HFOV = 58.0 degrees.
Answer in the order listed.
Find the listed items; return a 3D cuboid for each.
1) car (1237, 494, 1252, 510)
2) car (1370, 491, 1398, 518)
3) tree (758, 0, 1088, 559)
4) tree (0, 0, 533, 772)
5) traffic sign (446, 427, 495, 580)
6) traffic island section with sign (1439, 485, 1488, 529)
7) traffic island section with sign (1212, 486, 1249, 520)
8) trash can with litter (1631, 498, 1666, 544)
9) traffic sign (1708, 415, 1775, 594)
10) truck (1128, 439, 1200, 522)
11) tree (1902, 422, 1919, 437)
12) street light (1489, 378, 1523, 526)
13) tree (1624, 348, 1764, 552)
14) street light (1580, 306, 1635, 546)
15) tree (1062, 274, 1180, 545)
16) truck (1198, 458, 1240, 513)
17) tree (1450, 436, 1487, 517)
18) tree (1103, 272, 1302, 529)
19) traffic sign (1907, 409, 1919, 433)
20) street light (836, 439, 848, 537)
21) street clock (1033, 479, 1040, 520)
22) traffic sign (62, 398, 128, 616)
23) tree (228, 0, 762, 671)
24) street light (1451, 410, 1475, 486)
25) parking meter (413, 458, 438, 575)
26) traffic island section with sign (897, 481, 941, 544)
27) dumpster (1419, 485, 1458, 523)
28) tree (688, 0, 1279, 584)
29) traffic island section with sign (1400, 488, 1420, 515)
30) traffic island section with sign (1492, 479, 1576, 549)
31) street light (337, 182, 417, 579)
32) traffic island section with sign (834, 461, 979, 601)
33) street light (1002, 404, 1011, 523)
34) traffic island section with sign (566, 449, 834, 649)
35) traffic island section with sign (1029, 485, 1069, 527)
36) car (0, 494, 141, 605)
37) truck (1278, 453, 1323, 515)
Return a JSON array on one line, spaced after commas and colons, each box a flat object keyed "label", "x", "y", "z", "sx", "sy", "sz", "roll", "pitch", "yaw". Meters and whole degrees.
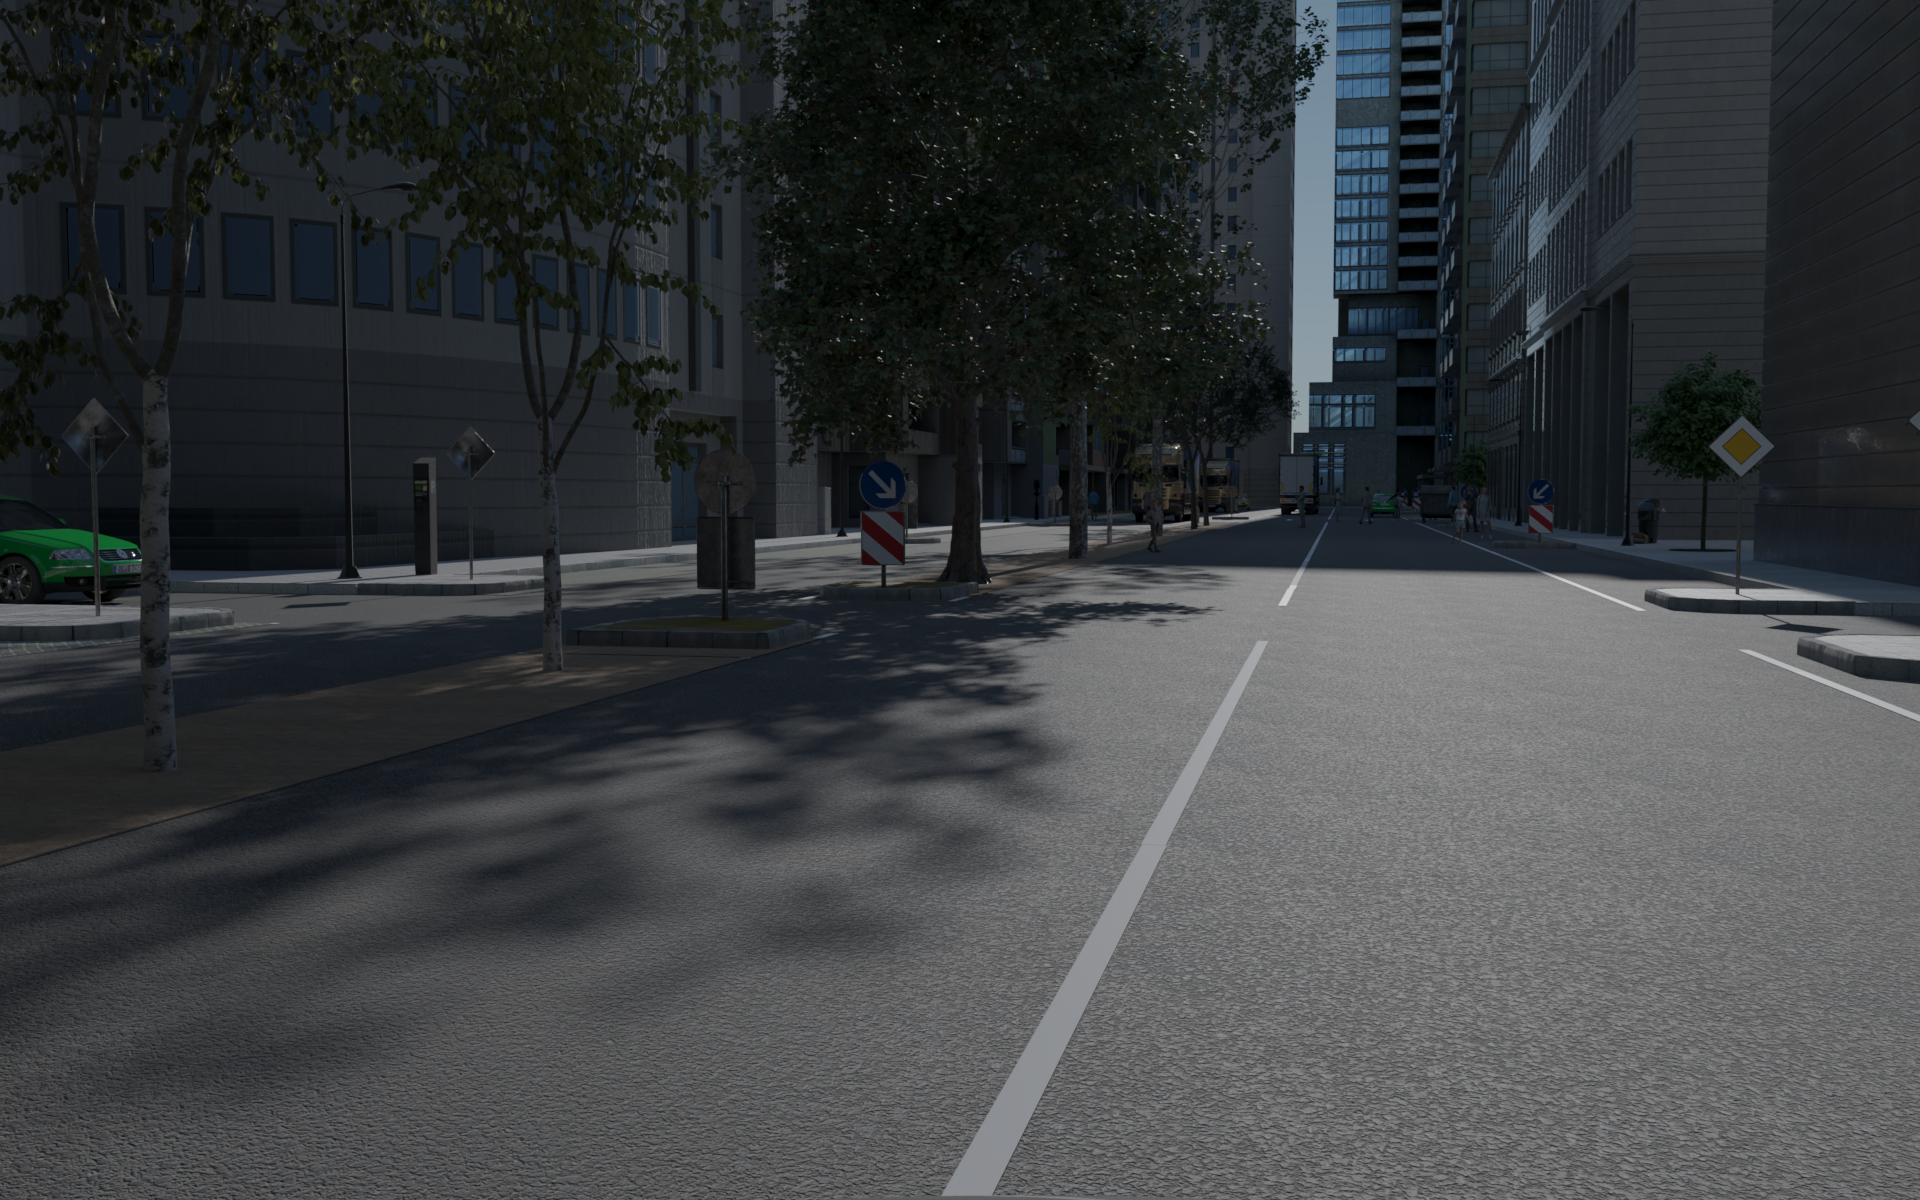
[{"label": "car", "x": 25.045, "y": -8.843, "z": 154.813, "sx": 2.015, "sy": 1.641, "sz": 3.980, "roll": 1, "pitch": 4, "yaw": 10}, {"label": "car", "x": 26.134, "y": -5.995, "z": 106.806, "sx": 1.959, "sy": 1.807, "sz": 4.718, "roll": 1, "pitch": 4, "yaw": 12}, {"label": "tree", "x": 1.609, "y": -11.034, "z": 38.747, "sx": 12.611, "sy": 20.169, "sz": 13.585, "roll": 0, "pitch": 3, "yaw": 0}, {"label": "tree", "x": -4.096, "y": -3.431, "z": 8.921, "sx": 4.360, "sy": 8.622, "sz": 3.978, "roll": 0, "pitch": 3, "yaw": 0}, {"label": "traffic sign", "x": -7.328, "y": -1.363, "z": 25.926, "sx": 0.795, "sy": 2.450, "sz": 0.064, "roll": 1, "pitch": 4, "yaw": 12}, {"label": "traffic island section with sign", "x": 21.105, "y": -3.908, "z": 72.521, "sx": 1.989, "sy": 1.847, "sz": 2.006, "roll": 1, "pitch": 4, "yaw": 12}, {"label": "traffic island section with sign", "x": 15.278, "y": -5.472, "z": 97.606, "sx": 2.006, "sy": 1.907, "sz": 1.989, "roll": 1, "pitch": 4, "yaw": 12}, {"label": "trash can with litter", "x": 17.763, "y": -2.041, "z": 44.762, "sx": 0.624, "sy": 1.170, "sz": 1.055, "roll": 3, "pitch": 5, "yaw": 39}, {"label": "traffic sign", "x": 9.947, "y": -1.129, "z": 22.106, "sx": 0.795, "sy": 2.450, "sz": 0.064, "roll": 1, "pitch": 4, "yaw": 12}, {"label": "truck", "x": 10.850, "y": -6.237, "z": 90.887, "sx": 2.839, "sy": 4.237, "sz": 11.283, "roll": 1, "pitch": 4, "yaw": 13}, {"label": "tree", "x": 12.137, "y": -1.564, "z": 20.176, "sx": 1.663, "sy": 3.219, "sz": 1.824, "roll": 0, "pitch": 3, "yaw": 0}, {"label": "street light", "x": 21.911, "y": -5.934, "z": 69.557, "sx": 1.470, "sy": 5.913, "sz": 1.316, "roll": 1, "pitch": 4, "yaw": 12}, {"label": "tree", "x": 16.801, "y": -3.374, "z": 38.884, "sx": 4.285, "sy": 4.588, "sz": 4.351, "roll": 0, "pitch": 3, "yaw": 0}, {"label": "street light", "x": 16.031, "y": -4.303, "z": 42.902, "sx": 1.470, "sy": 5.913, "sz": 1.316, "roll": 1, "pitch": 4, "yaw": 12}, {"label": "tree", "x": 4.181, "y": -5.826, "z": 48.082, "sx": 4.737, "sy": 8.622, "sz": 4.395, "roll": 0, "pitch": 3, "yaw": 0}, {"label": "truck", "x": 20.492, "y": -9.087, "z": 137.485, "sx": 2.839, "sy": 4.237, "sz": 11.283, "roll": 1, "pitch": 4, "yaw": 14}, {"label": "tree", "x": 29.639, "y": -7.036, "z": 98.751, "sx": 4.285, "sy": 4.588, "sz": 4.351, "roll": 0, "pitch": 3, "yaw": 0}, {"label": "tree", "x": 9.633, "y": -8.176, "z": 70.540, "sx": 8.767, "sy": 10.594, "sz": 7.601, "roll": 1, "pitch": 4, "yaw": 12}, {"label": "traffic sign", "x": 8.226, "y": -0.652, "z": 14.308, "sx": 0.795, "sy": 2.450, "sz": 0.064, "roll": 1, "pitch": 4, "yaw": 12}, {"label": "street light", "x": -3.021, "y": -4.846, "z": 51.779, "sx": 1.470, "sy": 5.913, "sz": 1.316, "roll": 1, "pitch": 4, "yaw": 12}, {"label": "street clock", "x": 3.798, "y": -4.971, "z": 85.849, "sx": 0.358, "sy": 2.002, "sz": 0.471, "roll": -1, "pitch": 4, "yaw": -10}, {"label": "traffic sign", "x": -9.049, "y": -0.886, "z": 18.128, "sx": 0.795, "sy": 2.450, "sz": 0.064, "roll": 1, "pitch": 4, "yaw": 12}, {"label": "tree", "x": -3.302, "y": -3.711, "z": 13.498, "sx": 4.737, "sy": 8.622, "sz": 4.395, "roll": 0, "pitch": 3, "yaw": 0}, {"label": "street light", "x": 27.646, "y": -7.498, "z": 95.127, "sx": 1.470, "sy": 5.913, "sz": 1.316, "roll": 1, "pitch": 4, "yaw": 12}, {"label": "parking meter", "x": -8.503, "y": -1.335, "z": 27.539, "sx": 0.255, "sy": 1.863, "sz": 0.399, "roll": 0, "pitch": 4, "yaw": 2}, {"label": "traffic island section with sign", "x": -1.626, "y": -2.555, "z": 50.403, "sx": 1.989, "sy": 1.847, "sz": 2.006, "roll": 1, "pitch": 4, "yaw": 12}, {"label": "dumpster", "x": 23.788, "y": -4.762, "z": 86.080, "sx": 1.865, "sy": 1.857, "sz": 1.264, "roll": 1, "pitch": 4, "yaw": 12}, {"label": "tree", "x": 0.123, "y": -6.610, "z": 27.546, "sx": 9.611, "sy": 12.733, "sz": 9.660, "roll": 0, "pitch": 3, "yaw": 0}, {"label": "traffic island section with sign", "x": 31.924, "y": -6.906, "z": 121.546, "sx": 1.989, "sy": 1.847, "sz": 2.006, "roll": 1, "pitch": 4, "yaw": 12}, {"label": "traffic island section with sign", "x": 15.290, "y": -2.298, "z": 46.198, "sx": 1.989, "sy": 1.847, "sz": 2.006, "roll": 1, "pitch": 4, "yaw": 12}, {"label": "street light", "x": -8.761, "y": -3.273, "z": 26.058, "sx": 1.470, "sy": 5.913, "sz": 1.316, "roll": 1, "pitch": 4, "yaw": 12}, {"label": "traffic island section with sign", "x": -0.913, "y": -0.984, "z": 24.226, "sx": 2.006, "sy": 1.907, "sz": 1.989, "roll": 1, "pitch": 4, "yaw": 12}, {"label": "street light", "x": 2.619, "y": -6.411, "z": 77.359, "sx": 1.470, "sy": 5.913, "sz": 1.316, "roll": 1, "pitch": 4, "yaw": 12}, {"label": "traffic island section with sign", "x": -2.519, "y": -0.542, "z": 16.994, "sx": 2.006, "sy": 1.907, "sz": 1.989, "roll": 1, "pitch": 4, "yaw": 12}, {"label": "traffic island section with sign", "x": 4.191, "y": -4.165, "z": 76.725, "sx": 1.989, "sy": 1.847, "sz": 2.006, "roll": 1, "pitch": 4, "yaw": 12}, {"label": "car", "x": -13.020, "y": -0.855, "z": 22.782, "sx": 4.718, "sy": 1.807, "sz": 1.959, "roll": 1, "pitch": 4, "yaw": 12}, {"label": "truck", "x": 24.455, "y": -8.288, "z": 124.418, "sx": 2.839, "sy": 4.237, "sz": 11.283, "roll": 1, "pitch": 4, "yaw": 14}]
